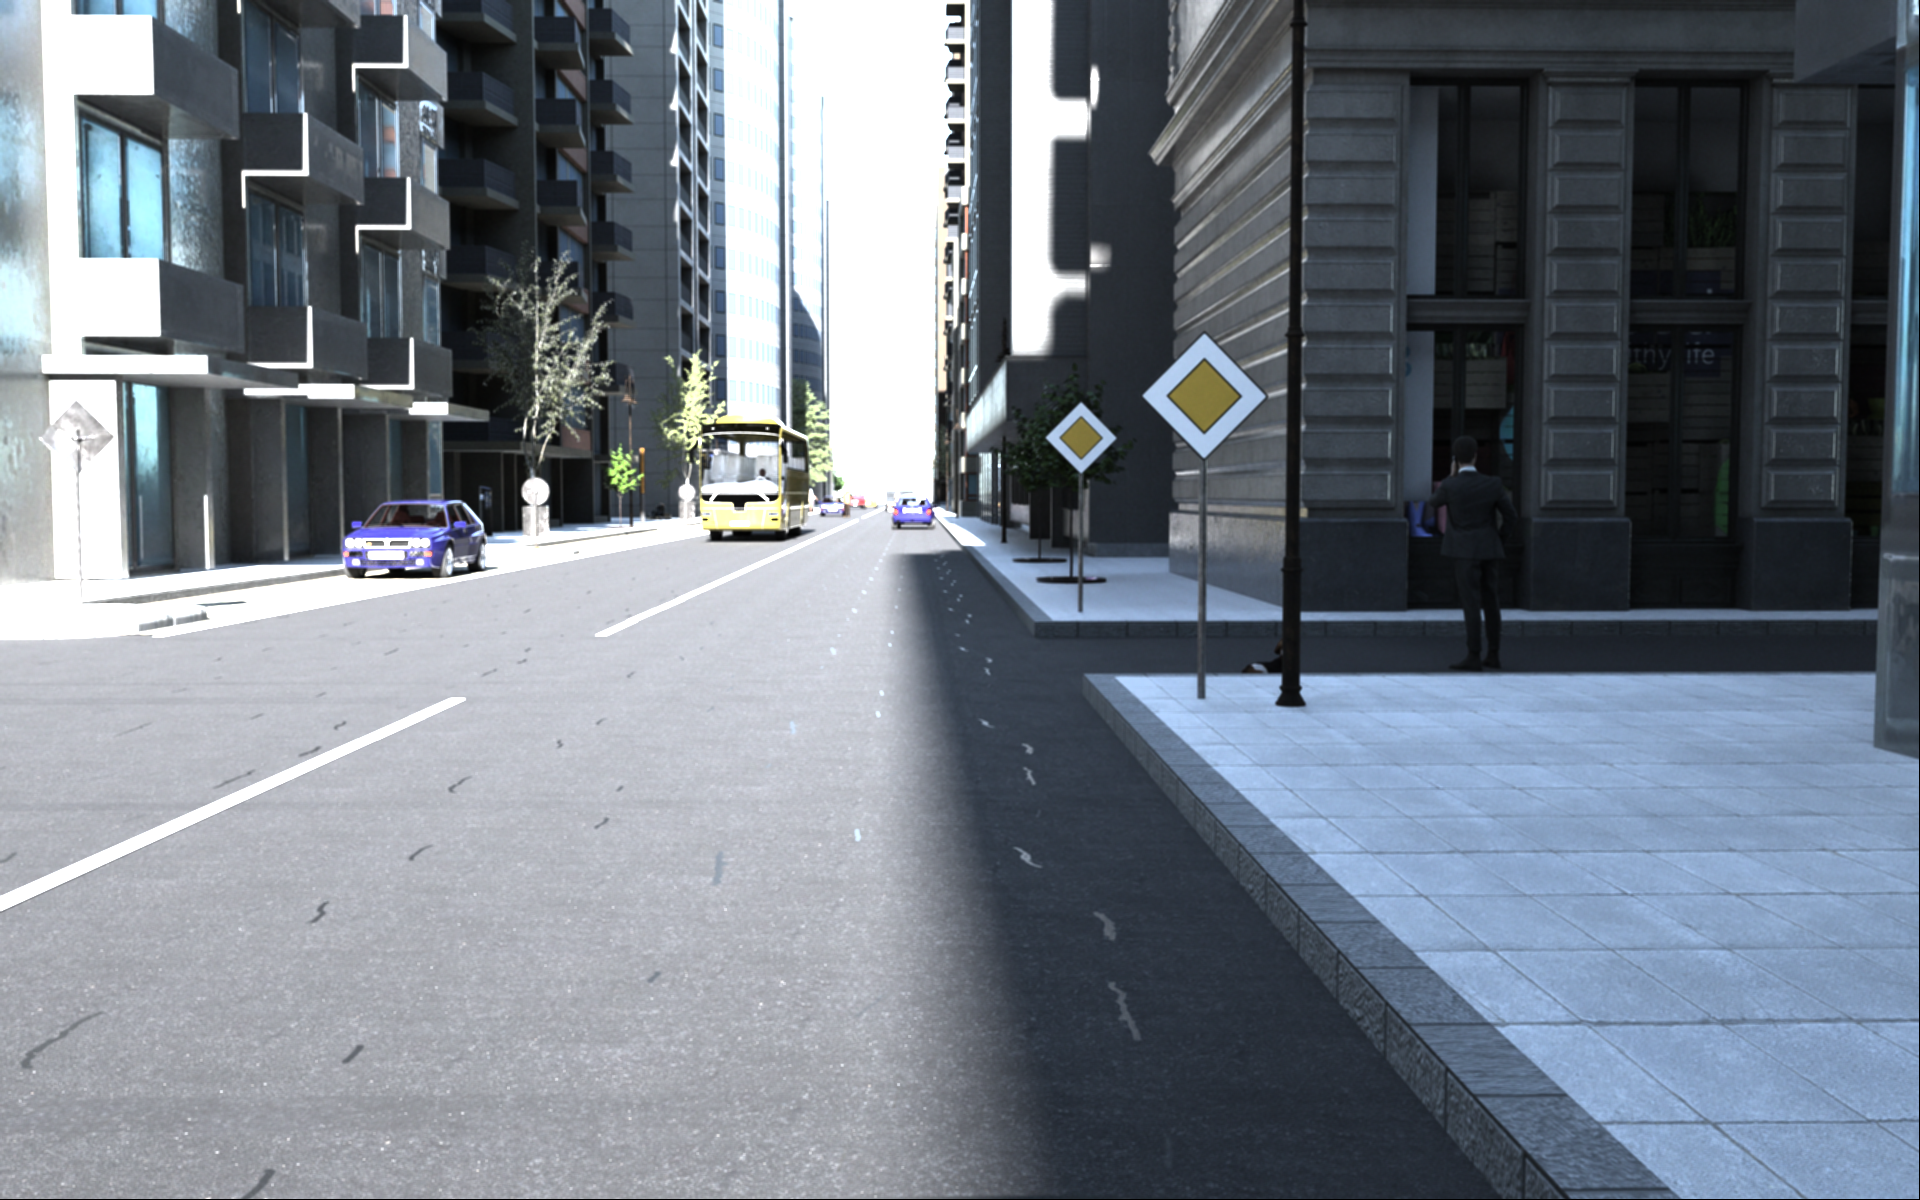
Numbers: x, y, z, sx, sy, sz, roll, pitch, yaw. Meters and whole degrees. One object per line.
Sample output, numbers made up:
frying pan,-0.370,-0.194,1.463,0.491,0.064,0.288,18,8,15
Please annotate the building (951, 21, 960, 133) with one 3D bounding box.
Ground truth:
building,6.191,-31.344,162.581,14.600,45.320,14.200,0,4,-1

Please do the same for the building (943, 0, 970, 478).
building,9.794,-29.741,140.885,22.147,44.769,28.867,0,4,-1

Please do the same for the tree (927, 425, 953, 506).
tree,-1.347,-14.085,180.655,4.360,8.622,3.978,0,3,0

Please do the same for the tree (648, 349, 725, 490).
tree,-13.999,-8.450,88.527,4.737,8.622,4.395,0,3,0

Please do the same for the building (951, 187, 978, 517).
building,13.558,-16.352,112.391,27.650,21.520,28.899,0,4,-1

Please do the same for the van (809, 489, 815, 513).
van,-12.173,-7.761,133.898,2.013,2.044,4.112,0,4,-2

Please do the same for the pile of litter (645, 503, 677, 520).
pile of litter,-15.020,-4.478,87.181,1.719,0.858,1.176,0,4,-3

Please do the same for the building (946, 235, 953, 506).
building,5.474,-25.736,192.488,14.160,30.474,14.107,0,4,-1

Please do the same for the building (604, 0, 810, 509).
building,-26.865,-45.755,186.342,20.563,71.187,20.611,0,4,-1

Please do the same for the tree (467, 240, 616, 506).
tree,-12.482,-6.177,51.356,4.360,8.622,3.978,0,3,0

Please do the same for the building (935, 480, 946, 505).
building,12.930,-31.801,211.819,32.217,40.220,23.993,0,4,-1

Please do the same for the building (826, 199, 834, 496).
building,-24.396,-33.627,233.399,14.154,41.232,14.086,0,4,-1

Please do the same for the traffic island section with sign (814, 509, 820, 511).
traffic island section with sign,-12.690,-8.344,145.055,1.989,1.847,2.006,0,4,-1

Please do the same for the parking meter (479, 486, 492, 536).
parking meter,-14.450,-2.713,52.773,0.372,1.533,0.369,0,3,0

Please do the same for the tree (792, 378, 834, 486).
tree,-16.250,-15.399,169.904,7.486,12.596,7.792,0,3,0

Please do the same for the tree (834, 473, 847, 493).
tree,-17.896,-16.347,250.985,4.285,4.588,4.351,0,3,0

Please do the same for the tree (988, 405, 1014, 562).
tree,1.567,-2.326,32.625,1.663,3.219,1.824,0,3,0

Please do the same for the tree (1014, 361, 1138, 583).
tree,1.763,-1.876,25.267,1.663,3.219,1.824,0,3,0

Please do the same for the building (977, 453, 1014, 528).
building,6.680,-18.446,79.083,11.434,29.767,29.804,0,4,-1

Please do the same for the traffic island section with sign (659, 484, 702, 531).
traffic island section with sign,-10.732,-3.638,68.115,1.989,1.847,2.006,0,4,-1

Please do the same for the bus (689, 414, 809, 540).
bus,-6.628,-4.001,56.963,2.896,3.916,12.252,0,4,-1

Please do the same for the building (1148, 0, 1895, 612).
building,12.785,-11.883,23.163,19.941,23.489,11.050,0,4,-1

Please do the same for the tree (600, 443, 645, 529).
tree,-12.612,-4.302,64.939,1.663,3.219,1.824,0,3,0

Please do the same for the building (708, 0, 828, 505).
building,-27.509,-40.958,211.660,21.231,58.520,28.212,0,4,-1

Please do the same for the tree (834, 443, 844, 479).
tree,-18.164,-18.018,244.962,4.360,8.622,3.978,0,3,0

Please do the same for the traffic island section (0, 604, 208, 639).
traffic island section,-9.457,0.225,18.596,2.009,0.180,2.903,0,4,-1

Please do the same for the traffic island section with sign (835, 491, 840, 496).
traffic island section with sign,-14.116,-11.741,200.589,1.989,1.847,2.006,0,4,-1

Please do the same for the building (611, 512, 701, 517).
building,-23.541,-40.646,102.812,20.563,71.187,20.611,0,4,-1

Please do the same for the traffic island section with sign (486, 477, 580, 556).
traffic island section with sign,-10.016,-1.958,40.649,1.989,1.847,2.006,0,4,-1

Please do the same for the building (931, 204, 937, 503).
building,2.916,-34.400,246.028,14.154,41.232,14.086,0,4,-1

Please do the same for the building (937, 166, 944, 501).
building,3.879,-35.513,230.749,14.600,45.320,14.200,0,4,-1
